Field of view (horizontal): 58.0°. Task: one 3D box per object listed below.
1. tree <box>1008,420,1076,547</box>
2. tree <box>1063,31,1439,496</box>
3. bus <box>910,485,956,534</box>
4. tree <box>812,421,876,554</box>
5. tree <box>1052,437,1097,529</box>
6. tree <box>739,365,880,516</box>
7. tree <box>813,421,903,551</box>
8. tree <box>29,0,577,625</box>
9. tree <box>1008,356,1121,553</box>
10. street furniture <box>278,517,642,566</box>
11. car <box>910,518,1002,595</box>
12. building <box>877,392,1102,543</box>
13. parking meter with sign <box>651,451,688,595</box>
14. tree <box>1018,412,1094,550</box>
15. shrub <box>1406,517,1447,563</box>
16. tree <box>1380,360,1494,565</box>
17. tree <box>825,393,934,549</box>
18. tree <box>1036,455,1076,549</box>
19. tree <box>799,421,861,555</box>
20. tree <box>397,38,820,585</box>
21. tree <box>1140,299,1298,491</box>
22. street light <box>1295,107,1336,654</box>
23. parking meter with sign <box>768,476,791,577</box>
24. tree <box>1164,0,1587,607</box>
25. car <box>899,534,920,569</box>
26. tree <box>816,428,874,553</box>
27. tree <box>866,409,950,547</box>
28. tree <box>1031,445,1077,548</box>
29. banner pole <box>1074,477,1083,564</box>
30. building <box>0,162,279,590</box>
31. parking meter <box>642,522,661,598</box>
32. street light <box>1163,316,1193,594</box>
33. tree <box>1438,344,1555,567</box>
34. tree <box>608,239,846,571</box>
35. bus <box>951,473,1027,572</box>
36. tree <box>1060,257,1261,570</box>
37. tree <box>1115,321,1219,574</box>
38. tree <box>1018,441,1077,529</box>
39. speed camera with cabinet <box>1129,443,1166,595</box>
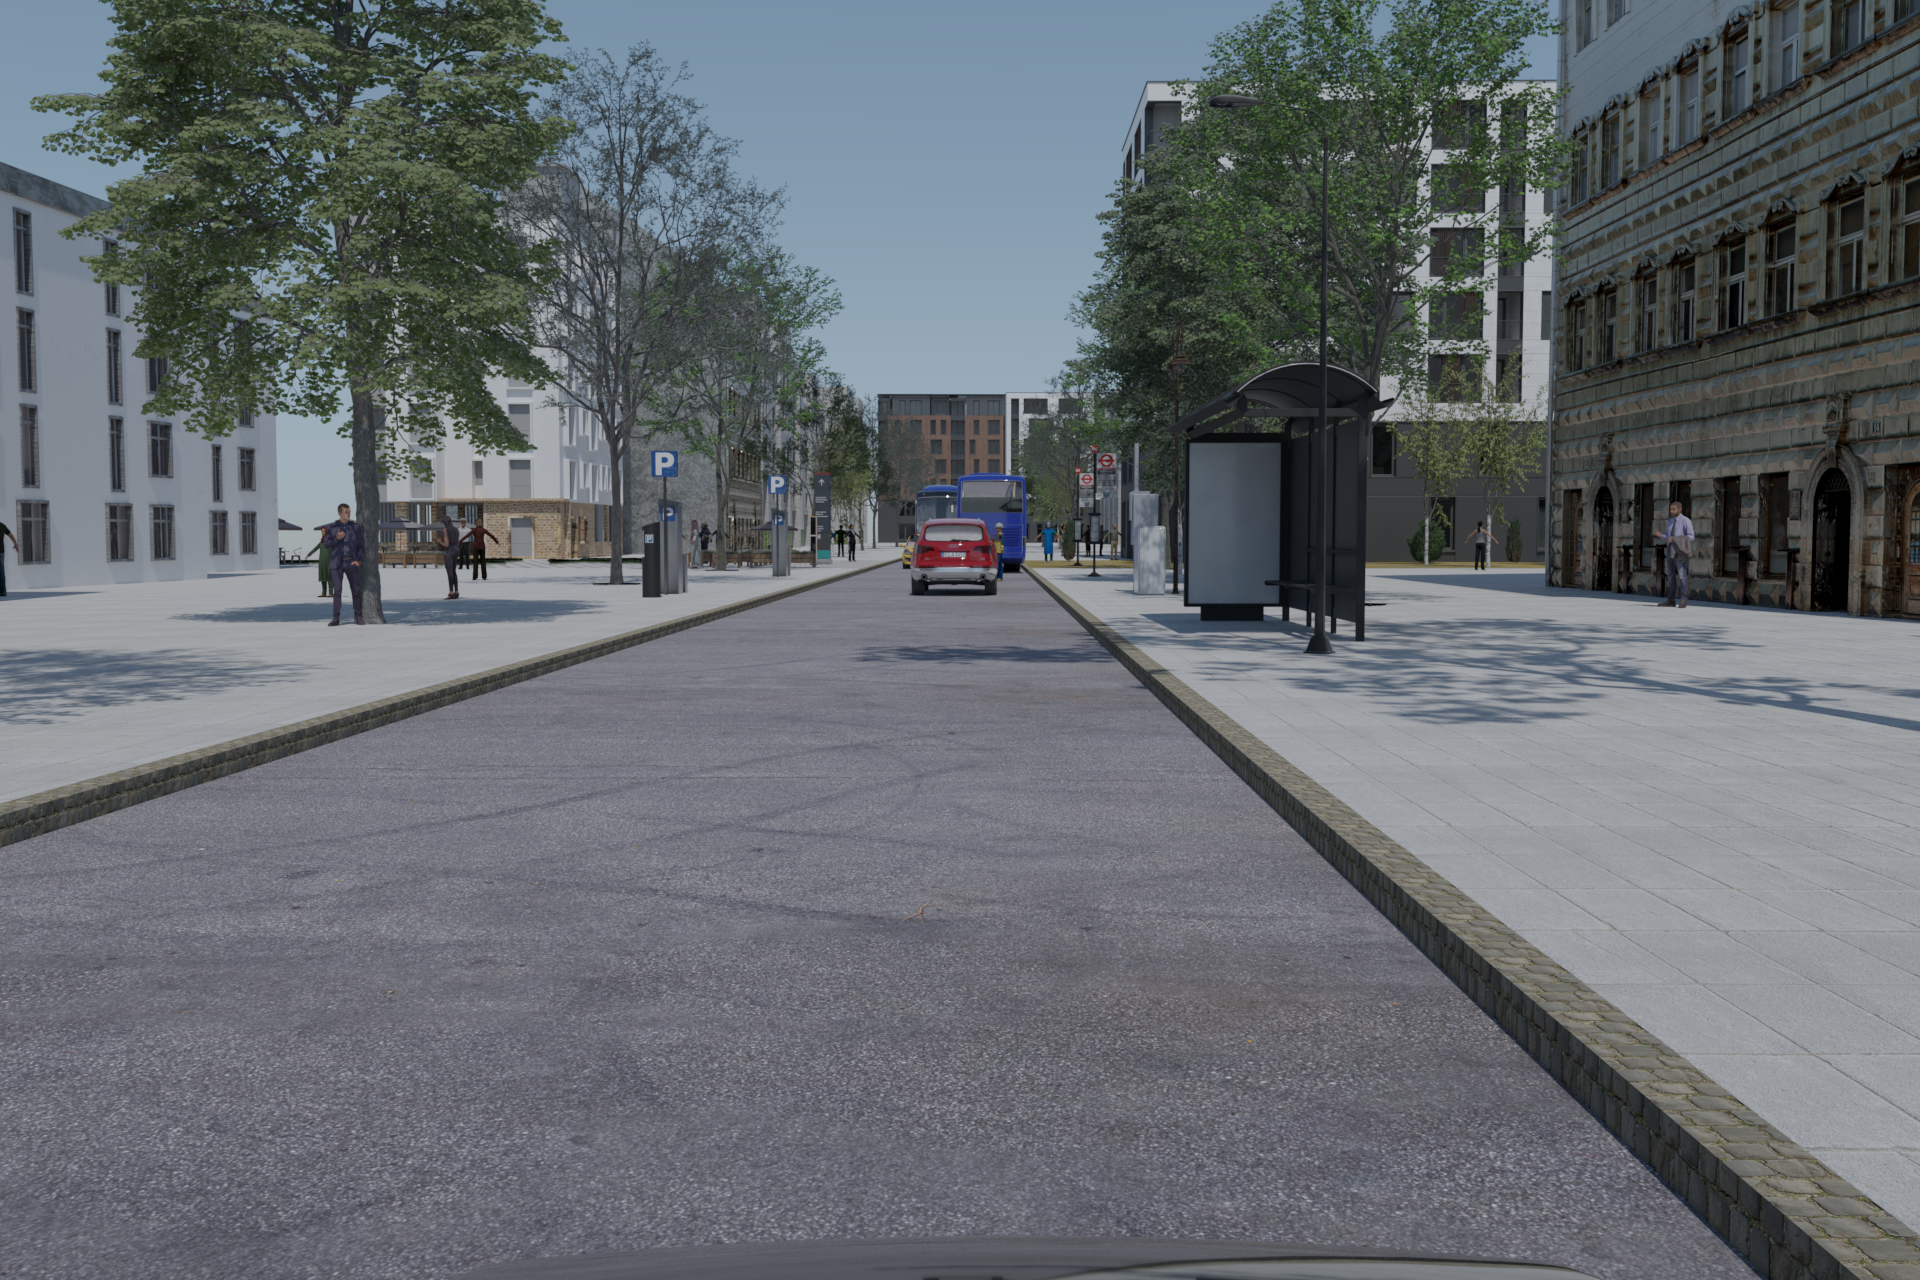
[{"bbox_3d":[8.282,-15.513,171.765,7.486,12.596,7.792,0,3,0],"label":"tree"},{"bbox_3d":[7.278,-8.422,44.350,9.857,13.997,8.962,0,3,0],"label":"tree"},{"bbox_3d":[-0.894,-6.038,90.270,2.896,3.916,12.251,0,4,1],"label":"bus"},{"bbox_3d":[-7.440,-9.830,111.086,4.737,8.622,4.395,0,3,0],"label":"tree"},{"bbox_3d":[8.270,-10.934,129.136,4.360,8.622,3.978,0,3,0],"label":"tree"},{"bbox_3d":[-8.103,-9.712,93.199,8.767,10.594,7.601,1,4,11],"label":"tree"},{"bbox_3d":[-7.810,-12.128,132.697,7.601,10.594,8.767,1,4,9],"label":"tree"},{"bbox_3d":[-8.683,-6.476,24.002,7.486,12.596,7.792,0,3,0],"label":"tree"},{"bbox_3d":[7.849,-12.721,118.359,12.009,13.543,11.850,0,3,0],"label":"tree"},{"bbox_3d":[-26.512,-4.301,75.345,27.439,1.986,14.083,-1,4,-13],"label":"street furniture"},{"bbox_3d":[-0.110,-2.047,42.142,2.281,1.827,5.304,0,4,1],"label":"car"},{"bbox_3d":[4.044,-25.370,261.232,32.646,21.610,27.936,0,4,-2],"label":"building"},{"bbox_3d":[-6.186,-2.502,37.167,0.543,3.016,1.738,0,3,0],"label":"parking meter with sign"},{"bbox_3d":[8.597,-13.344,143.926,9.928,11.665,9.643,0,3,0],"label":"tree"},{"bbox_3d":[20.556,-4.423,76.359,1.661,2.075,1.752,0,3,0],"label":"shrub"},{"bbox_3d":[19.674,-7.435,71.932,4.737,8.622,4.395,0,3,0],"label":"tree"},{"bbox_3d":[-7.421,-14.623,149.449,12.009,13.543,11.850,0,3,0],"label":"tree"},{"bbox_3d":[8.679,-12.419,153.412,4.737,8.622,4.395,0,3,0],"label":"tree"},{"bbox_3d":[-7.727,-9.451,104.880,4.360,8.622,3.978,0,3,0],"label":"tree"},{"bbox_3d":[-8.632,-8.131,43.320,12.009,13.543,11.850,0,3,0],"label":"tree"},{"bbox_3d":[11.051,-9.466,72.901,7.486,12.596,7.792,0,3,0],"label":"tree"},{"bbox_3d":[4.413,-2.809,18.462,1.470,5.913,1.316,0,4,1],"label":"street light"},{"bbox_3d":[-5.427,-3.439,52.485,0.543,3.016,1.738,0,4,1],"label":"parking meter with sign"},{"bbox_3d":[7.200,-6.420,30.720,9.928,11.665,9.643,0,3,0],"label":"tree"},{"bbox_3d":[-1.500,-3.796,72.292,2.015,1.641,3.980,0,4,1],"label":"car"},{"bbox_3d":[-7.367,-10.173,116.691,4.360,8.622,3.978,0,3,0],"label":"tree"},{"bbox_3d":[-6.060,-15.803,168.747,12.009,13.543,11.850,0,3,0],"label":"tree"},{"bbox_3d":[8.286,-11.409,136.904,4.360,8.622,3.978,0,3,0],"label":"tree"},{"bbox_3d":[5.157,-5.203,75.078,0.401,3.779,0.863,0,4,0],"label":"banner pole"},{"bbox_3d":[-25.895,-6.554,49.301,9.099,9.664,28.070,0,4,1],"label":"building"},{"bbox_3d":[-6.244,-1.628,35.023,0.372,1.533,0.369,0,3,0],"label":"parking meter"},{"bbox_3d":[4.624,-3.926,36.981,0.468,5.910,1.993,0,4,0],"label":"street light"},{"bbox_3d":[20.568,-7.095,66.370,4.737,8.622,4.395,0,3,0],"label":"tree"},{"bbox_3d":[-8.147,-8.208,59.953,9.928,11.665,9.643,0,3,0],"label":"tree"},{"bbox_3d":[1.096,-4.717,68.677,2.896,3.916,12.251,0,4,0],"label":"bus"},{"bbox_3d":[7.465,-8.345,62.190,9.928,11.665,9.643,0,3,0],"label":"tree"},{"bbox_3d":[7.129,-6.416,55.260,4.360,8.622,3.978,0,3,0],"label":"tree"},{"bbox_3d":[8.389,-13.931,162.184,8.767,10.594,7.601,2,4,33],"label":"tree"},{"bbox_3d":[4.023,-2.615,37.086,0.660,3.252,2.038,0,4,1],"label":"speed camera with cabinet"}]
